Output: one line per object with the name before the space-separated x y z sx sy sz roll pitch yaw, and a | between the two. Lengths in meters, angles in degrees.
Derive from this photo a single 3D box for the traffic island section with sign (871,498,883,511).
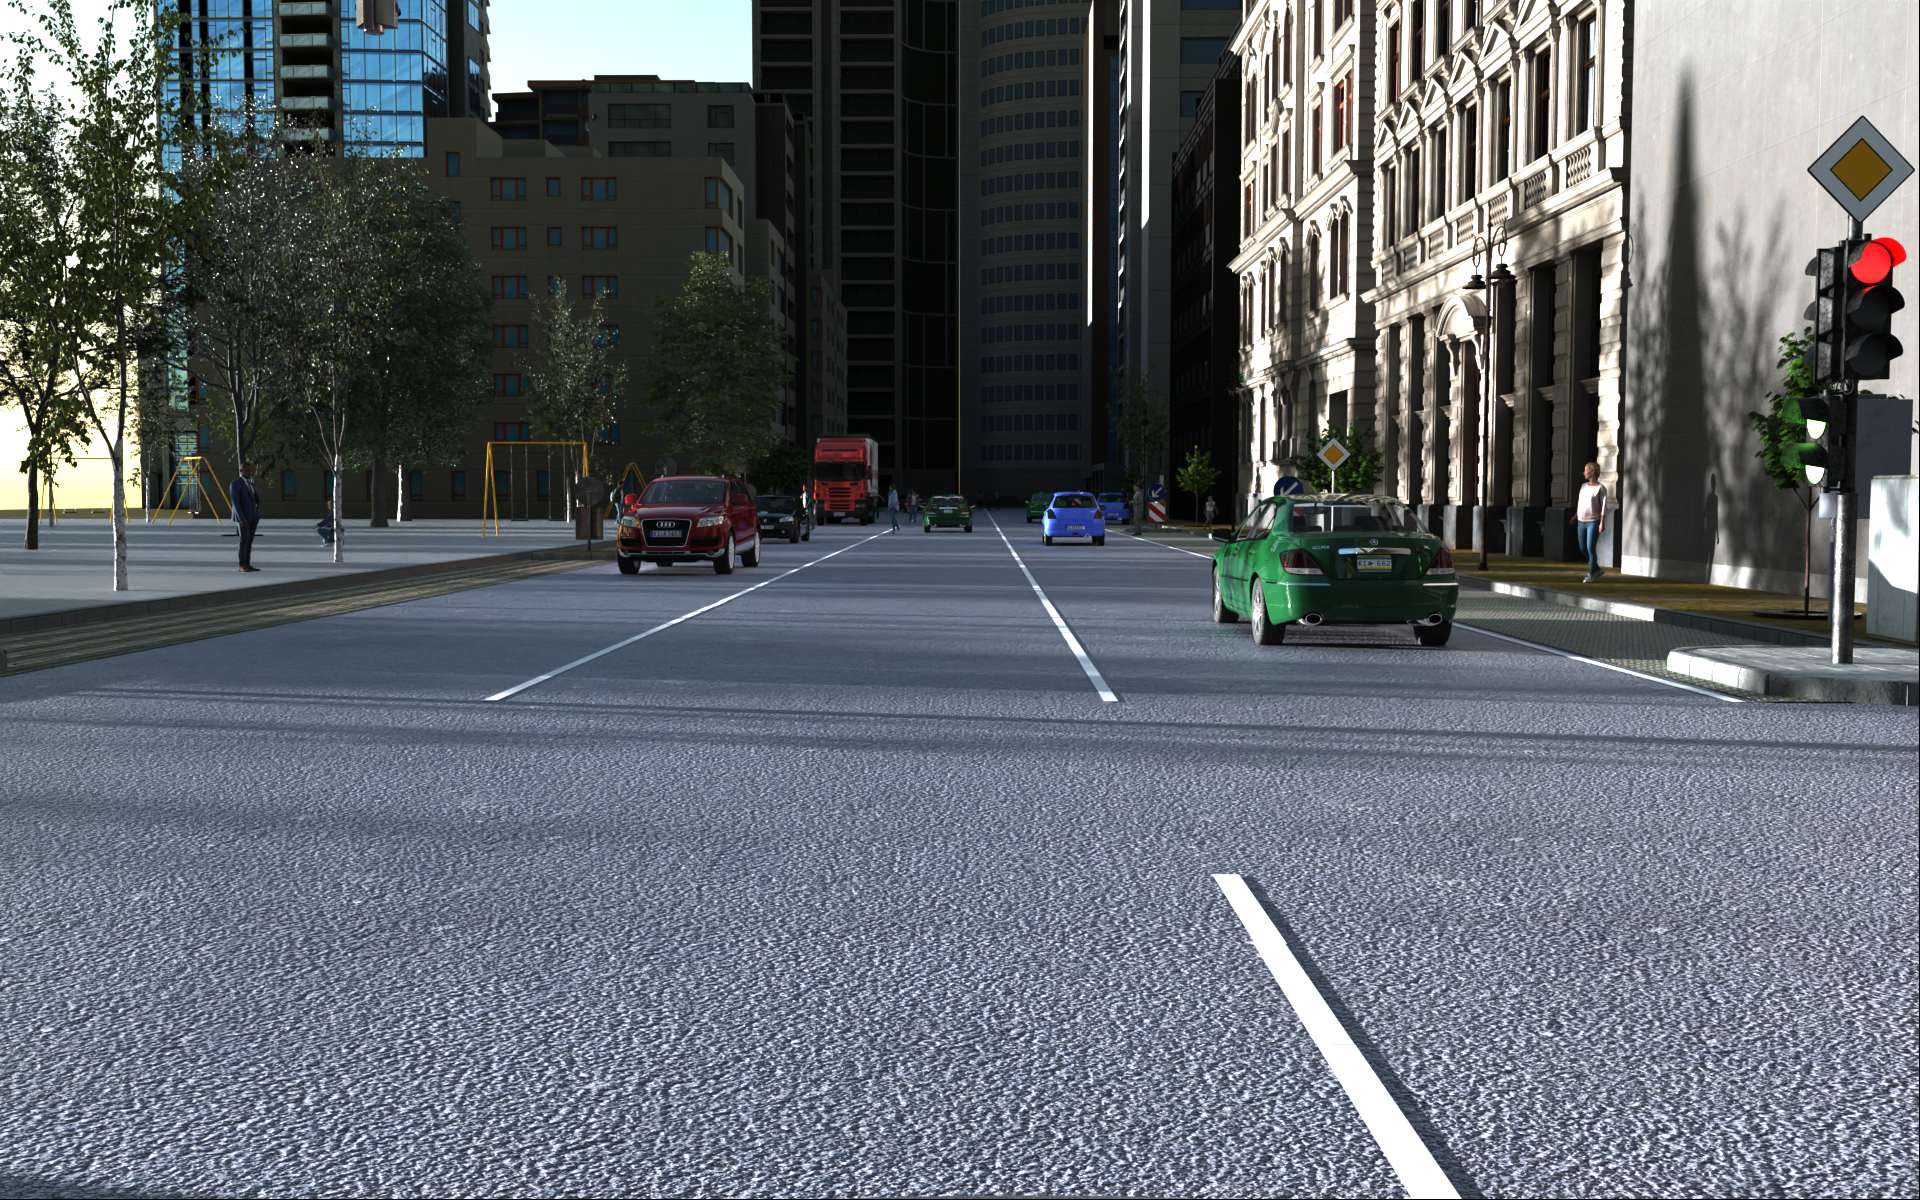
traffic island section with sign | -7.351 -8.229 143.178 1.989 1.847 2.006 0 4 1

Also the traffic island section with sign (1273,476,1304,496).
traffic island section with sign | 6.943 -1.789 37.885 1.989 1.847 2.006 0 4 1

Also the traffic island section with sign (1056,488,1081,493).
traffic island section with sign | 7.641 -6.544 115.627 1.989 1.847 2.006 0 4 1

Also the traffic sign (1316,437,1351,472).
traffic sign | 8.658 -2.469 40.098 0.795 2.593 0.064 1 4 10

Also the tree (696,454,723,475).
tree | -10.732 -4.962 75.726 1.663 3.219 1.824 0 3 0

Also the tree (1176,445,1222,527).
tree | 9.273 -4.490 68.018 1.663 3.219 1.824 0 3 0

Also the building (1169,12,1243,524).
building | 16.816 -15.329 80.315 12.332 23.373 15.834 0 4 1

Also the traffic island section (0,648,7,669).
traffic island section | -8.818 0.549 13.302 2.009 0.180 2.903 0 4 1

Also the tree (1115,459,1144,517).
tree | 9.610 -6.249 96.776 1.663 3.219 1.824 0 3 0

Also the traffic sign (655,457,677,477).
traffic sign | -10.082 -3.629 59.443 0.768 2.556 0.104 0 4 7

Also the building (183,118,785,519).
building | -25.883 -15.814 103.602 27.650 21.520 28.899 0 4 1

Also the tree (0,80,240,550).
tree | -21.303 -6.430 39.539 8.767 10.594 7.601 -3 5 -42

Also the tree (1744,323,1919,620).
tree | 8.767 -1.424 17.881 1.663 3.219 1.824 0 3 0

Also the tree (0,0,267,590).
tree | -11.433 -4.432 22.829 4.737 8.622 4.395 0 3 0

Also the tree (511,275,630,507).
tree | -12.803 -6.574 57.841 4.360 8.622 3.978 0 3 0

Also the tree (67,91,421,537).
tree | -21.701 -8.684 52.356 12.009 13.543 11.850 0 3 0

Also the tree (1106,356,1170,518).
tree | 9.610 -8.655 91.874 4.737 8.622 4.395 0 3 0

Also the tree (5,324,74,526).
tree | -35.831 -7.227 68.526 4.360 8.622 3.978 0 3 0

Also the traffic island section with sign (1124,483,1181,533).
traffic island section with sign | 7.185 -3.438 64.839 1.989 1.847 2.006 0 4 1

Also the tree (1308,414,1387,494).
tree | 9.569 -2.895 41.928 1.663 3.219 1.824 0 3 0

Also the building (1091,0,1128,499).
building | 21.448 -42.742 137.087 20.563 71.187 20.611 0 4 1

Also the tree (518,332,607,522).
tree | -17.739 -7.817 78.177 4.737 8.622 4.395 0 3 0

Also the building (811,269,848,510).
building | -25.230 -18.676 150.392 28.899 21.520 27.650 0 4 1

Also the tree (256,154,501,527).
tree | -22.477 -9.799 66.876 9.857 13.997 8.962 0 3 0

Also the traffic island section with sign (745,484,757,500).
traffic island section with sign | -8.027 -3.486 65.622 1.989 1.847 2.006 0 4 1

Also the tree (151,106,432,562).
tree | -11.958 -5.028 32.567 4.360 8.622 3.978 0 3 0

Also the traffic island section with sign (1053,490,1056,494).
traffic island section with sign | 7.871 -8.194 142.604 1.989 1.847 2.006 0 4 1

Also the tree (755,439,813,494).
tree | -10.126 -7.101 99.811 4.285 4.588 4.351 0 3 0

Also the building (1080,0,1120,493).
building | 18.279 -30.897 155.278 14.600 45.320 14.200 0 4 1

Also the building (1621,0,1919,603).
building | 25.545 -12.298 20.132 30.058 24.678 14.314 0 4 1

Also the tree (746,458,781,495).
tree | -10.677 -5.983 92.416 1.663 3.219 1.824 0 3 0

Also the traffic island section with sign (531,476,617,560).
traffic island section with sign | -8.268 -1.817 38.333 1.989 1.847 2.006 0 4 1

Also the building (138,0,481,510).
building | -55.160 -51.256 150.714 31.000 86.520 22.319 0 4 1

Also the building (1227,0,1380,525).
building | 17.633 -16.703 60.492 14.401 28.519 23.554 0 4 1

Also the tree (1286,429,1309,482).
tree | 9.414 -3.040 44.303 1.663 3.219 1.824 0 3 0

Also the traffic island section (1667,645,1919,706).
traffic island section | 6.722 0.558 13.160 2.009 0.180 2.903 0 4 1

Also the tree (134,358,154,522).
tree | -37.058 -7.881 79.213 4.360 8.622 3.978 0 3 0

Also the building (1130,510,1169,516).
building | 21.410 -34.882 112.325 21.231 58.520 28.212 0 4 1

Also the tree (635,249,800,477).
tree | -11.424 -9.975 81.214 7.486 12.596 7.792 0 3 0

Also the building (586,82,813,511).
building | -18.357 -21.619 125.164 14.160 30.474 14.107 0 4 1

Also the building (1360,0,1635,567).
building | 16.270 -12.834 38.720 11.050 23.489 19.941 0 4 1
